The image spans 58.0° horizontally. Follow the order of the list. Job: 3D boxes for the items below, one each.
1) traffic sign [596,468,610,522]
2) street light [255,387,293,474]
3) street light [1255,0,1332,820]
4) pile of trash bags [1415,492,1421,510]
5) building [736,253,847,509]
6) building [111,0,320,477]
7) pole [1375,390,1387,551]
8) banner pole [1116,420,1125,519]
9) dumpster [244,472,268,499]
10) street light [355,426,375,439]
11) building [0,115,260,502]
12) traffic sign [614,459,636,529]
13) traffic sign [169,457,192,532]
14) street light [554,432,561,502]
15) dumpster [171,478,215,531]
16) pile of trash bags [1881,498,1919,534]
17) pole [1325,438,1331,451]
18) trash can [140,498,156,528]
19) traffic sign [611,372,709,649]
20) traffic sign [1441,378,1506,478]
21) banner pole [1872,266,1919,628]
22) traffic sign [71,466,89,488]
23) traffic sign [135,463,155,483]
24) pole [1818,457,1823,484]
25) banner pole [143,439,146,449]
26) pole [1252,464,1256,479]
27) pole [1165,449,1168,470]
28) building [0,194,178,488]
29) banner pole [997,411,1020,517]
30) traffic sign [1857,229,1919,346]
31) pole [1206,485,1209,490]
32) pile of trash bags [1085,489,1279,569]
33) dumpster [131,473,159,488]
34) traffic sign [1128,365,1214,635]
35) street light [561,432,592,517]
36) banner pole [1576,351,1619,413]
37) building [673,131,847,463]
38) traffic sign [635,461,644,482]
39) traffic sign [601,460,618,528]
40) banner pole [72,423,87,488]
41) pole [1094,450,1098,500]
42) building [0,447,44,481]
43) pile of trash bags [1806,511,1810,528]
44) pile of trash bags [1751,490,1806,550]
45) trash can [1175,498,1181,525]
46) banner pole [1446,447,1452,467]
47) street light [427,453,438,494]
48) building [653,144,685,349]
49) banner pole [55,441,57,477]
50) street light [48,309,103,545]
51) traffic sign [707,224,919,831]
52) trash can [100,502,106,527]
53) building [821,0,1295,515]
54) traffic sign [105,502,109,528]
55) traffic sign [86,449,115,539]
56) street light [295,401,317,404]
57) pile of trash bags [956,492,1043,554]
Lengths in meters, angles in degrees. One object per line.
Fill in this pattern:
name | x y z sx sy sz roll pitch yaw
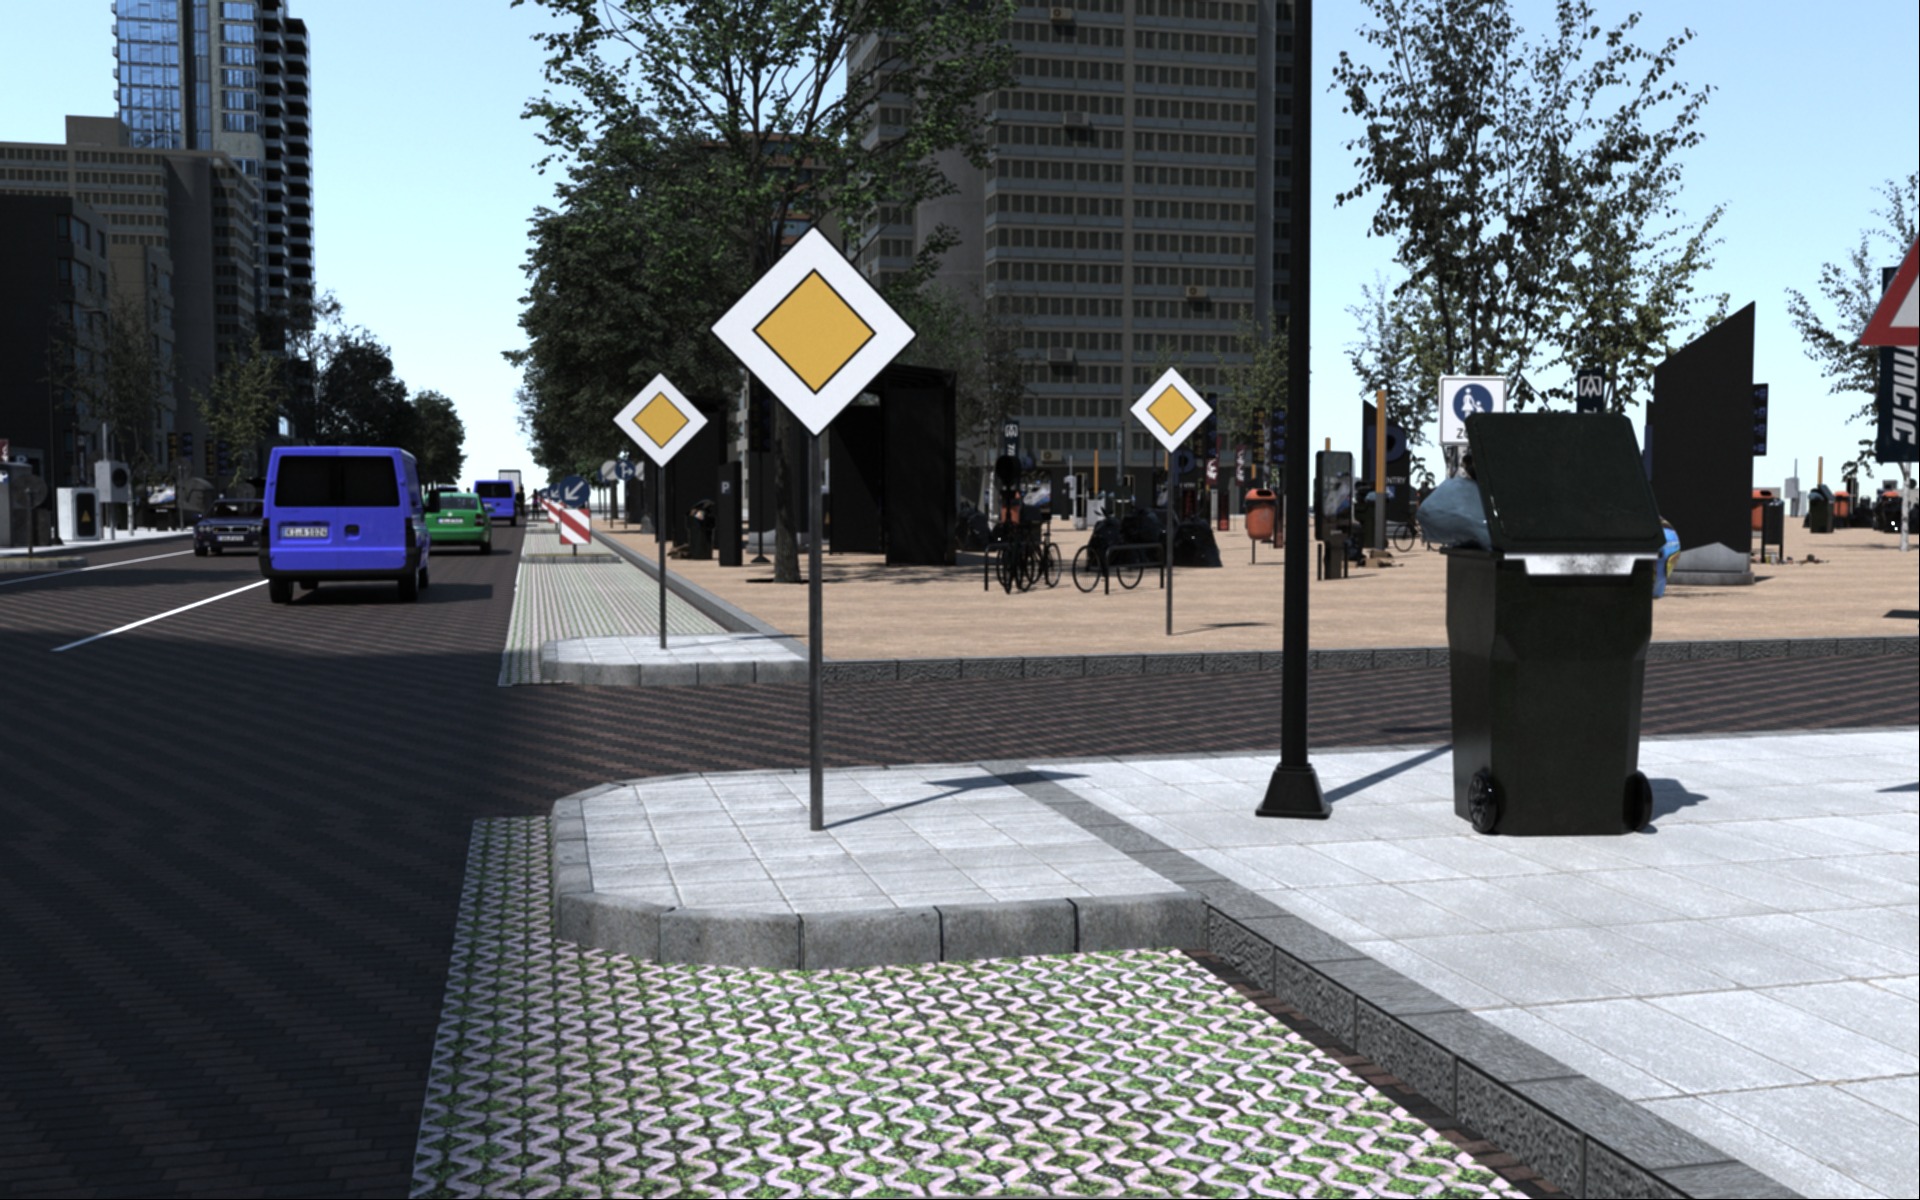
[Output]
traffic sign | -16.523 -4.925 80.624 0.768 2.556 0.104 -1 4 -11
street light | -29.965 -6.286 75.313 1.470 5.913 1.316 -1 4 -14
street light | 0.819 -2.088 6.680 1.470 5.913 1.316 -1 4 -14
pile of trash bags | 17.862 -3.904 73.575 3.447 1.369 1.912 0 4 -5
building | -2.652 -18.078 140.619 27.650 21.520 28.899 -1 4 -14
building | -89.526 -54.851 209.485 22.319 86.520 31.000 -1 4 -14
pole | 8.298 -2.465 34.138 0.158 3.312 0.155 0 3 0
banner pole | 5.421 -4.183 58.407 0.401 3.779 0.863 2 4 26
dumpster | -25.574 -3.636 64.401 1.985 2.255 1.502 -1 4 -16
street light | -40.569 -8.900 118.063 1.470 5.913 1.316 -1 4 -14
building | -88.482 -30.031 182.889 32.217 40.220 23.993 -1 4 -14
traffic sign | -12.267 -3.877 63.495 0.768 2.556 0.104 0 4 -6
traffic sign | -26.476 -3.594 58.865 0.768 2.556 0.104 0 4 -5
street light | -29.480 -9.623 129.880 1.470 5.913 1.316 -1 4 -14
dumpster | -27.208 -3.400 61.355 1.264 1.857 1.865 -1 4 -14
pile of trash bags | 32.747 -3.161 61.432 3.447 1.369 1.912 3 5 44
pole | 13.268 -4.203 62.563 0.158 3.312 0.155 0 3 0
trash can | -30.748 -3.313 65.818 0.748 1.137 0.748 0 3 0
traffic sign | -2.464 -0.652 14.303 0.795 2.450 0.064 -1 4 -14
traffic sign | 4.436 -0.792 15.082 0.606 2.300 0.079 0 4 -6
banner pole | 9.234 -1.627 16.625 0.863 3.779 0.401 3 5 43
traffic sign | -31.957 -3.720 62.953 0.606 2.300 0.079 0 4 -7
traffic sign | -33.259 -4.321 70.747 0.768 2.556 0.104 -1 4 -12
pole | 46.823 -6.144 94.304 0.158 3.312 0.155 0 3 0
banner pole | -37.519 -5.481 79.635 0.401 3.779 0.863 -3 5 -45
pole | 13.683 -5.309 80.638 0.158 3.312 0.155 0 3 0
pole | 8.208 -4.562 68.437 0.158 3.312 0.155 0 3 0
building | -68.395 -16.308 111.682 27.650 21.520 28.899 -1 4 -14
banner pole | 1.394 -3.785 51.899 0.863 3.779 0.401 1 4 23
traffic sign | 3.651 -0.386 6.320 0.884 2.594 0.081 0 4 -7
pole | 10.814 -5.015 75.836 0.158 3.312 0.155 0 3 0
pile of trash bags | 4.064 -1.296 30.938 3.447 1.369 1.912 -1 4 -16
dumpster | -34.579 -4.344 73.521 1.502 2.255 1.985 -1 4 -14
traffic sign | 1.896 -0.885 15.655 0.795 2.450 0.064 -1 4 -9
street light | -21.638 -7.678 98.069 1.470 5.913 1.316 -1 4 -14
banner pole | 11.275 -2.480 30.566 0.863 3.779 0.401 1 4 14
building | -23.545 -34.169 213.293 22.147 44.769 28.867 -1 4 -14
traffic sign | -12.300 -4.118 67.437 0.768 2.556 0.104 -1 4 -10
traffic sign | -13.087 -3.969 65.000 0.768 2.556 0.104 -1 4 -12
banner pole | -31.157 -4.360 61.299 0.401 3.779 0.863 0 4 7
pole | 6.374 -5.330 80.985 0.158 3.312 0.155 0 3 0
building | -59.461 -39.673 86.909 20.563 71.187 20.611 -1 4 -14
pile of trash bags | 33.867 -3.409 65.482 3.447 1.369 1.912 -1 4 -11
pile of trash bags | 16.726 -1.772 38.732 3.447 1.369 1.912 -1 4 -18
trash can | 7.600 -2.889 58.881 0.748 1.137 0.748 0 3 0
banner pole | 22.835 -5.528 80.396 0.401 3.779 0.863 -2 4 -29
street light | -60.380 -13.798 198.143 1.470 5.913 1.316 -1 4 -14
building | -30.784 -37.536 237.414 21.300 48.544 21.600 -1 4 -14
banner pole | -42.492 -5.591 81.435 0.401 3.779 0.863 -2 4 -27
street light | -22.187 -4.339 43.487 1.470 5.913 1.316 -1 4 -14
traffic sign | -0.550 -0.178 6.550 0.795 2.450 0.064 -1 4 -14
trash can | -33.559 -3.409 67.393 0.748 1.137 0.748 0 3 0
building | 5.639 -25.873 114.901 32.217 40.220 23.993 -1 4 -14
traffic sign | -32.385 -4.012 65.705 0.768 2.556 0.104 -1 4 -9
traffic sign | -24.422 -3.005 49.243 0.768 2.556 0.104 -1 4 -11
street light | -32.716 -6.955 86.255 1.470 5.913 1.316 -1 4 -14
pile of trash bags | 0.894 -1.748 38.327 1.912 1.369 3.447 -1 4 -8
